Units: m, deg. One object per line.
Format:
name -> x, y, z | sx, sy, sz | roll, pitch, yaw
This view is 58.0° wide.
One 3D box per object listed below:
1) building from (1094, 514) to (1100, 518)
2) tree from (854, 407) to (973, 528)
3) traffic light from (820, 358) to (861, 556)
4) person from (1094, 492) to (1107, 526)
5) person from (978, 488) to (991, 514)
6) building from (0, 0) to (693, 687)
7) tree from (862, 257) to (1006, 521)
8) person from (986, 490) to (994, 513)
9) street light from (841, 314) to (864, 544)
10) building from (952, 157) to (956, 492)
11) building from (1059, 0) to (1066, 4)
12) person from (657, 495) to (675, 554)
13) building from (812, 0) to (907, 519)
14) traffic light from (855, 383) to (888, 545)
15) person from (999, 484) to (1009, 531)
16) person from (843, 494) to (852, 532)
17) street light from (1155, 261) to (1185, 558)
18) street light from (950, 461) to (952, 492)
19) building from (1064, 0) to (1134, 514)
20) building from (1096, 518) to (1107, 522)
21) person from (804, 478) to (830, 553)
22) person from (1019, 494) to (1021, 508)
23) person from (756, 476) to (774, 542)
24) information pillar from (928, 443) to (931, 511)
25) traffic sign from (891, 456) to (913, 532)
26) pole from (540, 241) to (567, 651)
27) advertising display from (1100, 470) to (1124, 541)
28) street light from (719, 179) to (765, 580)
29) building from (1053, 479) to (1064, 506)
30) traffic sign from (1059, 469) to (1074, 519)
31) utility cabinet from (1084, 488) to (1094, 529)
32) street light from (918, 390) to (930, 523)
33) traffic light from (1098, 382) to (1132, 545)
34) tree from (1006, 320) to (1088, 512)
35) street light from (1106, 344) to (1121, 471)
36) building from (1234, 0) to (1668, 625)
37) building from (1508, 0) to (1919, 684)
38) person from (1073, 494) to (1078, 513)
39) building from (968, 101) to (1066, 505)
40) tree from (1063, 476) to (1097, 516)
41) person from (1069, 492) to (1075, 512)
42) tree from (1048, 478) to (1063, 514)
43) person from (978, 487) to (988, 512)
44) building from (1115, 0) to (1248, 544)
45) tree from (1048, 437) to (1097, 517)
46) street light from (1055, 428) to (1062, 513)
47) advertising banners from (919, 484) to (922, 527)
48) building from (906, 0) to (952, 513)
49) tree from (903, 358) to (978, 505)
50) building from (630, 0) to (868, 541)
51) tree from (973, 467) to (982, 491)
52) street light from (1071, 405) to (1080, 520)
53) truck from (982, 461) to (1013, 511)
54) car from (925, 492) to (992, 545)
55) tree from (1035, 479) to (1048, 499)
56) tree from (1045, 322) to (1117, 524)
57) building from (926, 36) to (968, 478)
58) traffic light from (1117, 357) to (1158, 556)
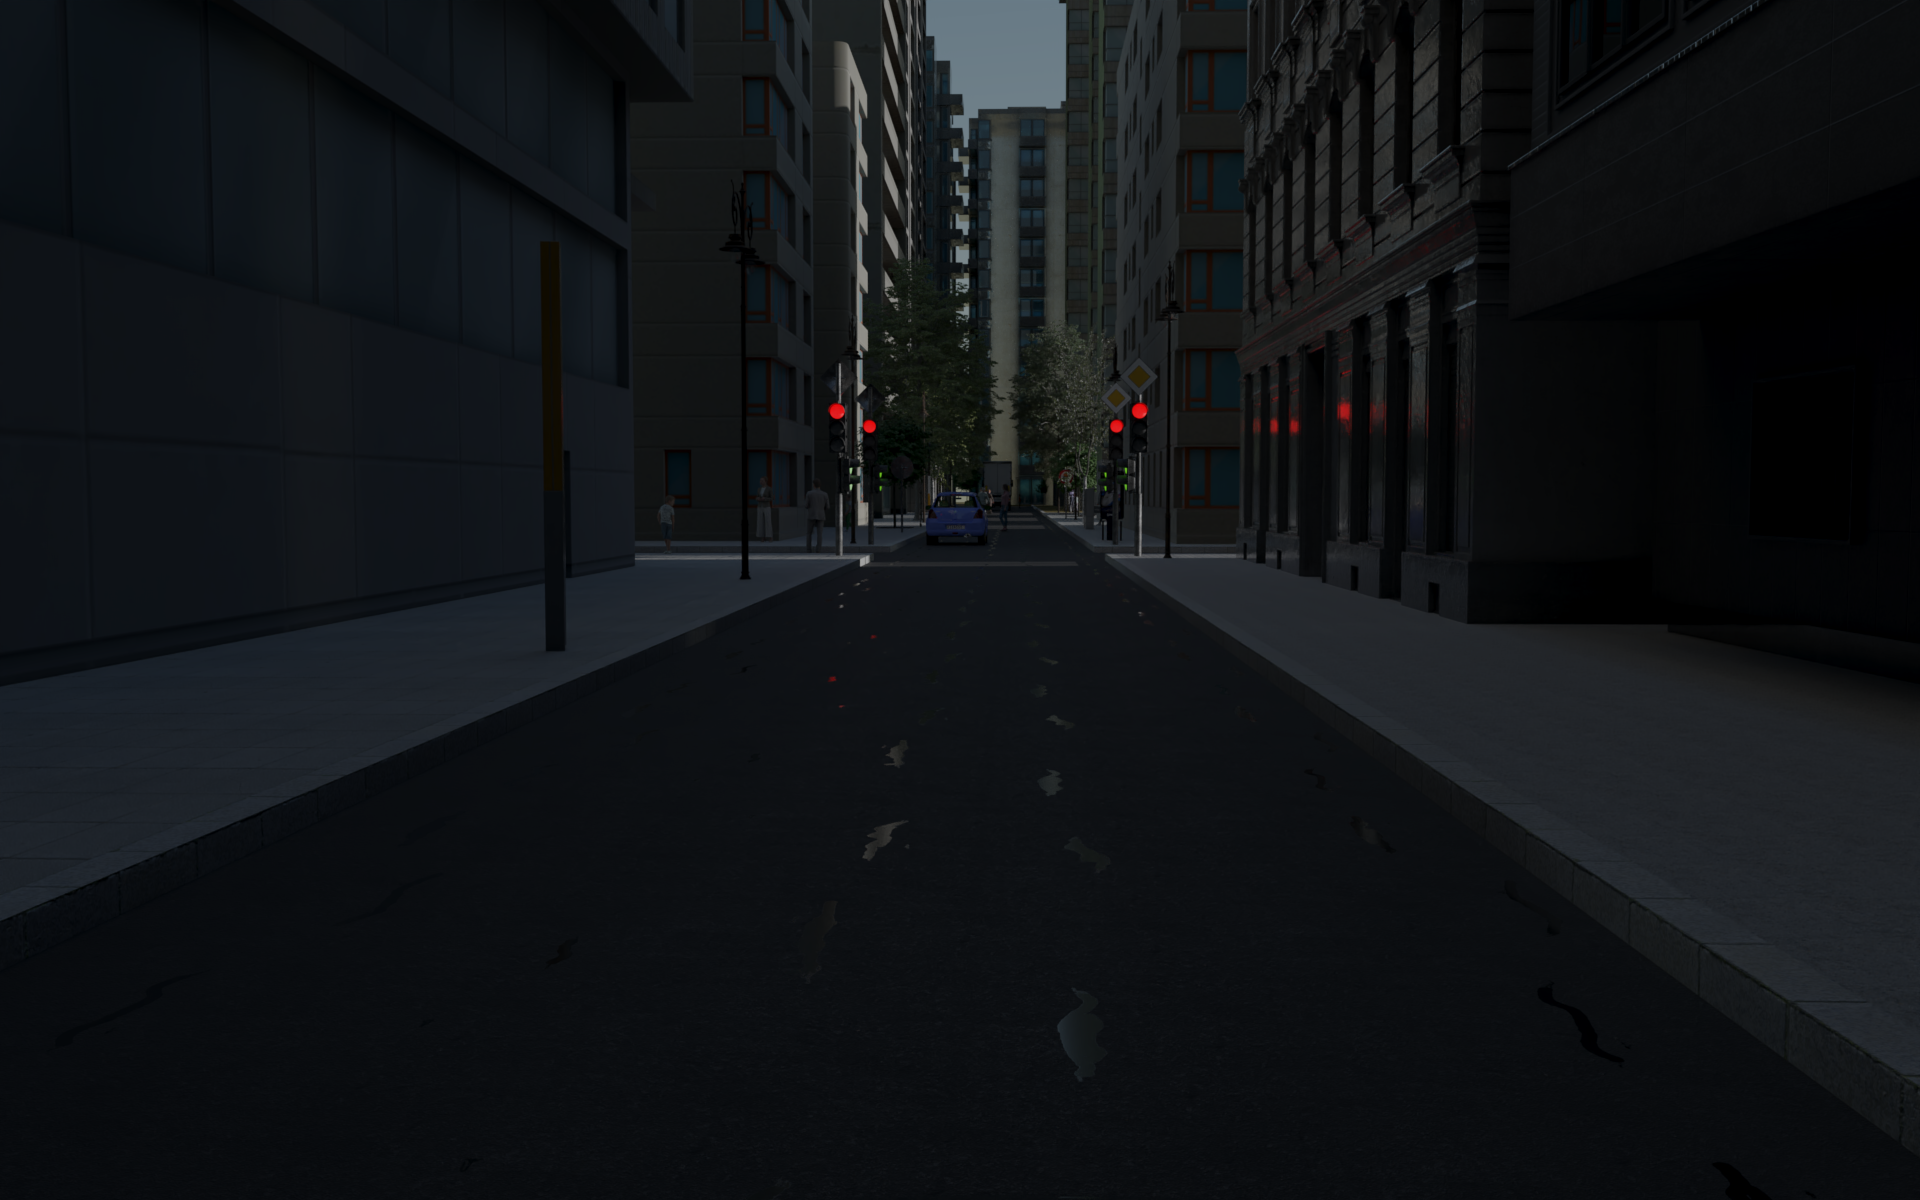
building -> 15.192, -26.146, 111.080 | 14.154, 41.232, 14.086 | 0, 4, 2
tree -> -2.386, -4.990, 65.306 | 4.285, 4.588, 4.351 | 0, 3, 0
traffic light -> -2.497, -2.874, 35.912 | 0.839, 4.253, 0.868 | 0, 4, 2
person -> 5.792, -3.926, 70.408 | 0.728, 1.800, 0.709 | 2, 4, 29
person -> 1.284, -5.096, 92.299 | 0.782, 1.767, 0.515 | 1, 4, 11
building -> -18.370, -26.257, 18.548 | 27.495, 52.752, 28.713 | 0, 4, 2
tree -> -2.049, -10.126, 83.686 | 7.486, 12.596, 7.792 | 0, 3, 0
person -> 2.197, -7.396, 129.974 | 0.434, 1.755, 0.990 | -3, 4, -39
street light -> -2.770, -4.403, 44.778 | 0.468, 5.910, 1.993 | 0, 4, 2
building -> -7.543, -32.208, 210.202 | 14.086, 41.232, 14.154 | 0, 4, 2
building -> 23.688, -34.808, 158.353 | 28.713, 52.752, 27.495 | 0, 4, 2
person -> -6.290, -1.616, 37.145 | 0.332, 1.250, 0.352 | 3, 5, 43
building -> -14.362, -29.087, 99.280 | 21.300, 48.544, 21.600 | 0, 4, 2
traffic light -> -2.246, -3.362, 43.893 | 0.839, 4.253, 0.868 | 0, 4, 2
person -> 1.697, -3.555, 66.627 | 0.388, 1.821, 0.555 | -2, 4, -28
person -> -3.767, -2.975, 58.936 | 0.306, 1.304, 0.590 | 3, 4, 38
street light -> 4.155, -3.773, 34.475 | 0.468, 5.910, 1.993 | 0, 4, 2
street light -> -0.575, -8.371, 109.655 | 0.468, 5.910, 1.993 | 0, 4, 2
building -> 15.364, -27.805, 138.203 | 14.154, 41.232, 14.086 | 0, 4, 2
building -> 13.822, -24.608, 85.941 | 14.154, 41.232, 14.086 | 0, 4, 2
person -> -3.394, -1.955, 40.661 | 0.606, 1.804, 0.583 | -1, 4, -21
person -> 6.023, -9.935, 174.203 | 0.557, 1.426, 1.065 | 0, 4, -6
person -> -5.225, -2.414, 46.066 | 0.519, 1.759, 0.362 | 2, 4, 26
information pillar -> -1.394, -5.357, 78.940 | 0.183, 3.616, 0.504 | 0, 4, 3
traffic sign -> -1.939, -3.530, 57.825 | 0.768, 2.556, 0.104 | 0, 4, 6
pole -> -3.313, -1.240, 14.111 | 0.158, 3.312, 0.155 | 0, 3, 0
advertising display -> 4.186, -2.597, 47.677 | 0.123, 1.923, 0.974 | -2, 4, -31
street light -> -3.228, -3.246, 25.859 | 0.468, 5.910, 1.993 | 0, 4, 2
building -> 20.317, -45.484, 181.915 | 20.563, 71.187, 20.611 | 0, 4, 2
traffic sign -> 5.480, -5.465, 89.462 | 0.768, 2.556, 0.104 | 0, 4, 2
utility cabinet -> 4.694, -3.337, 63.241 | 0.318, 1.500, 1.173 | 0, 4, 0
street light -> -1.611, -6.391, 77.276 | 0.468, 5.910, 1.993 | 0, 4, 2
traffic light -> 3.912, -3.351, 43.716 | 0.839, 4.253, 0.868 | 0, 4, 2
tree -> 7.933, -13.411, 125.923 | 9.857, 13.997, 8.962 | 0, 3, 0
street light -> 4.775, -4.931, 53.405 | 0.468, 5.910, 1.993 | 0, 4, 2
building -> 9.960, -10.767, 25.189 | 9.793, 20.994, 18.267 | 0, 4, 2
building -> 11.557, -12.832, 3.312 | 14.314, 27.812, 24.014 | 0, 4, 2
person -> 7.989, -6.662, 119.240 | 0.394, 1.301, 0.425 | 2, 4, 34
building -> 15.139, -36.339, 213.745 | 30.456, 49.044, 23.786 | 0, 4, 2
tree -> 7.352, -6.503, 100.917 | 1.663, 3.219, 1.824 | 0, 3, 0
person -> 7.959, -7.071, 121.517 | 0.599, 1.838, 0.709 | 2, 4, 29
tree -> 6.874, -7.094, 110.584 | 1.663, 3.219, 1.824 | 0, 3, 0
person -> 1.303, -5.567, 99.625 | 0.635, 1.810, 0.391 | -2, 4, -30
building -> 20.425, -12.968, 57.060 | 28.899, 21.520, 27.650 | 0, 4, 2
tree -> 6.751, -6.952, 97.379 | 4.285, 4.588, 4.351 | 0, 3, 0
street light -> 6.748, -8.909, 118.445 | 0.468, 5.910, 1.993 | 0, 4, 2
advertising banners -> -1.573, -4.417, 68.409 | 0.090, 3.025, 2.074 | 0, 4, -3
building -> -11.104, -43.464, 148.894 | 20.563, 71.187, 20.611 | 0, 4, 2
tree -> -1.250, -8.834, 94.806 | 4.737, 8.622, 4.395 | 0, 3, 0
building -> -18.298, -13.232, 61.388 | 27.650, 21.520, 28.899 | 0, 4, 2
tree -> 0.620, -11.119, 165.509 | 4.285, 4.588, 4.351 | 0, 3, 0
street light -> 5.759, -6.928, 86.065 | 0.468, 5.910, 1.993 | 0, 4, 2
truck -> 3.303, -9.996, 152.347 | 2.839, 4.237, 11.283 | 0, 4, 1
car -> -0.062, -2.458, 49.772 | 1.945, 1.707, 3.694 | 0, 4, 2
tree -> 8.805, -11.494, 182.535 | 1.663, 3.219, 1.824 | 0, 3, 0
tree -> 5.517, -7.631, 75.127 | 4.360, 8.622, 3.978 | 0, 3, 0
building -> -14.945, -34.429, 182.520 | 30.456, 49.044, 23.786 | 0, 4, 2
traffic light -> 3.662, -2.863, 35.735 | 0.839, 4.253, 0.868 | 0, 4, 2
